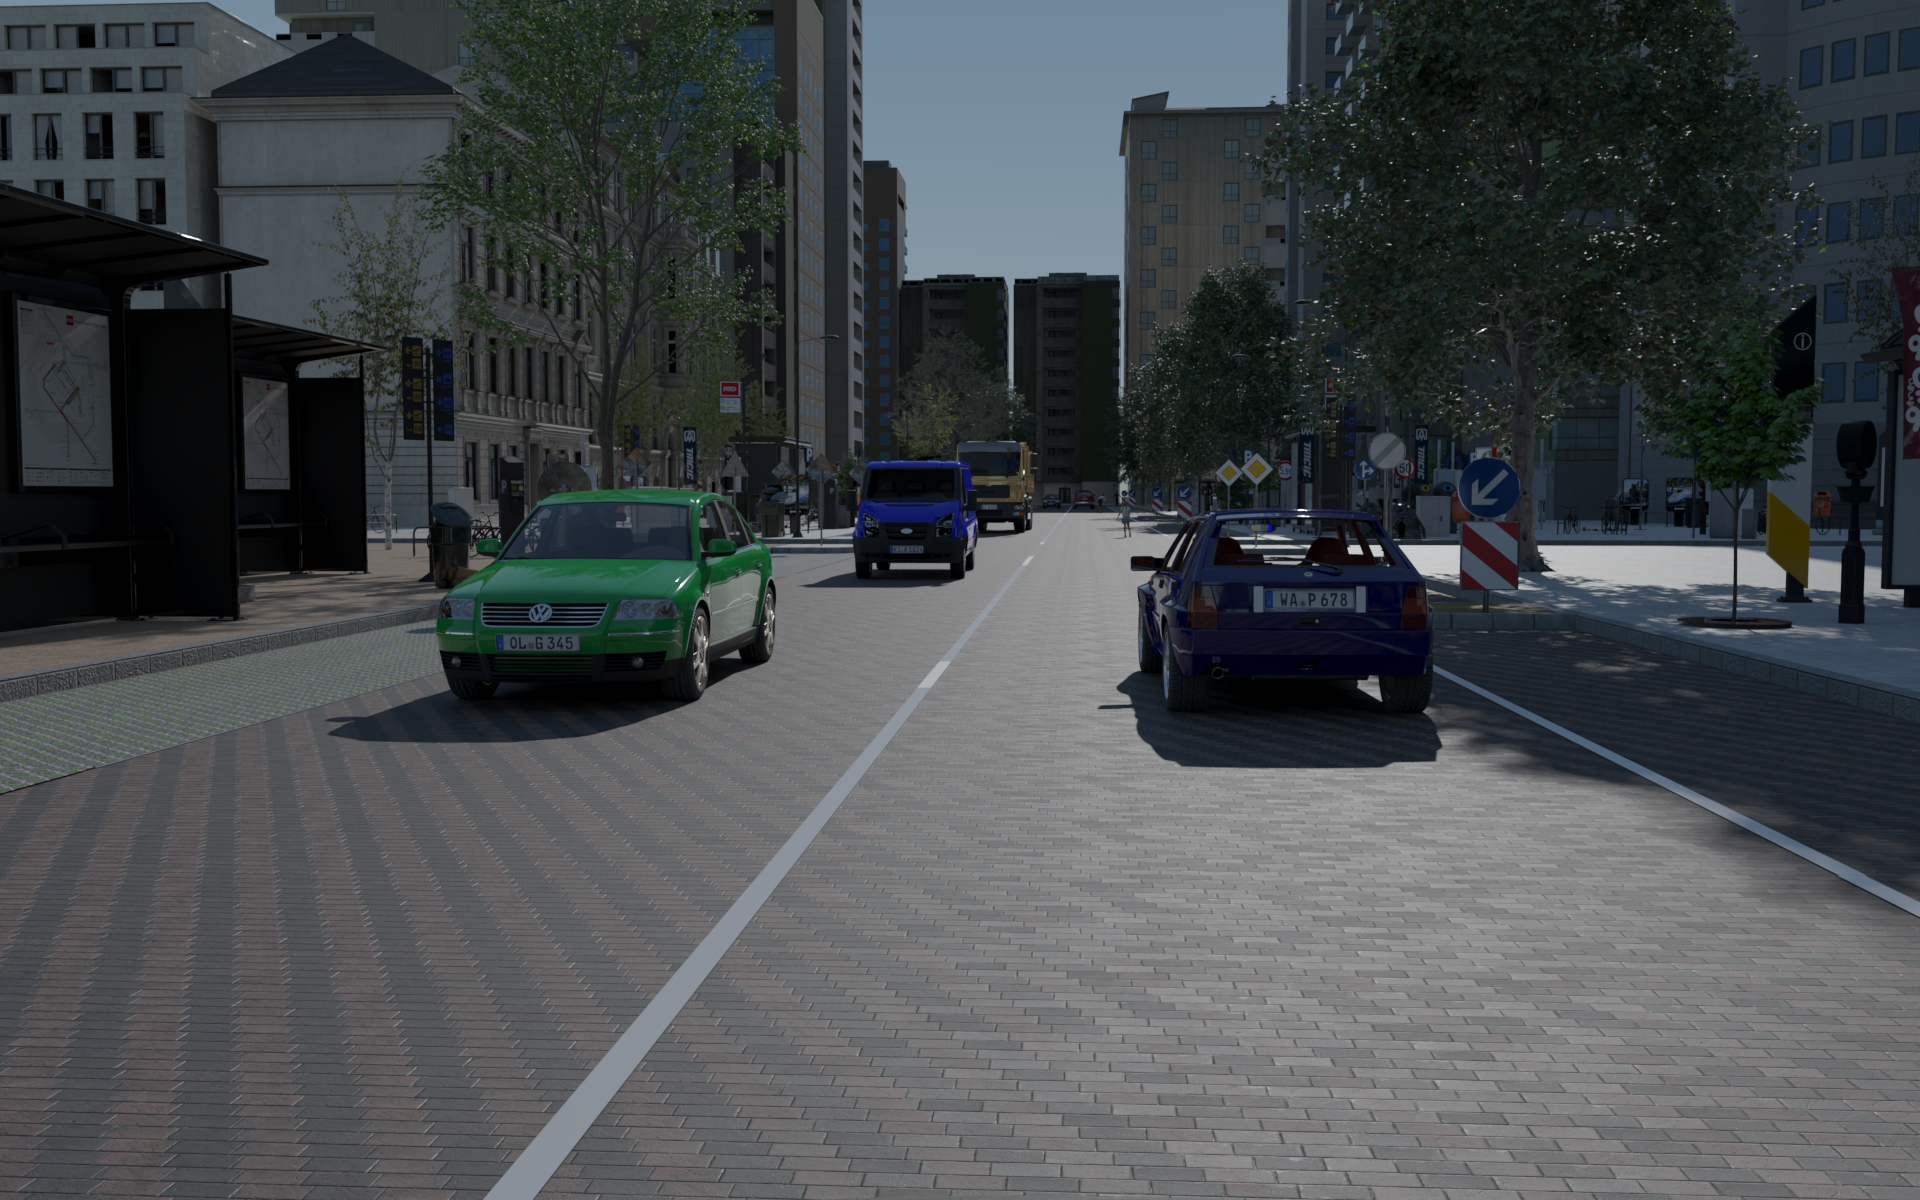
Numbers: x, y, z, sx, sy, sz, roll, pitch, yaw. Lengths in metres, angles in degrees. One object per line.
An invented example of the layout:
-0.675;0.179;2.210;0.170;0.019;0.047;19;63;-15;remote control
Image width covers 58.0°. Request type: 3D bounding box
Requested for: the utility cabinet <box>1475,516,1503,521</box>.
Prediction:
15.349;-2.498;49.518;1.173;1.500;0.318;3;4;37;utility cabinet

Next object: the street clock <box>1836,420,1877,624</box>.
8.842;-0.768;17.120;0.471;2.002;0.358;-3;5;-44;street clock

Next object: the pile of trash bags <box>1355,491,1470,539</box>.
12.975;-2.454;49.881;3.447;1.369;1.912;1;4;13;pile of trash bags

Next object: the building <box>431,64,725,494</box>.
-22.694;-17.302;101.973;14.460;24.649;34.723;0;4;4;building

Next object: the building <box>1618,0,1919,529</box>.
44.217;-32.282;69.814;28.212;58.520;21.231;0;4;4;building

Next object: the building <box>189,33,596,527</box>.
-23.209;-12.877;75.159;10.561;19.102;19.286;0;4;4;building

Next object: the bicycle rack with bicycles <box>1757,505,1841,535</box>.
26.187;-2.524;54.643;2.925;0.926;2.852;-2;4;-29;bicycle rack with bicycles

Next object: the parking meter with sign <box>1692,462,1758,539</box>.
22.020;-3.278;49.849;1.738;3.016;0.543;3;4;36;parking meter with sign

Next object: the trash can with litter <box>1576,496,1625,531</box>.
22.263;-3.005;60.182;2.233;1.210;1.678;-1;4;-12;trash can with litter

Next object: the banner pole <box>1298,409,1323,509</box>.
10.266;-3.696;50.453;0.863;3.779;0.401;0;4;-6;banner pole

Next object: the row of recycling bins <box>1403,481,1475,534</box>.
16.186;-3.006;56.266;3.534;1.692;1.069;0;4;2;row of recycling bins

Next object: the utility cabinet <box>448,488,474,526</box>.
-17.517;-3.185;60.761;0.318;1.500;1.173;1;4;15;utility cabinet

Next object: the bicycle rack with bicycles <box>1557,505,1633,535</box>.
20.377;-2.580;55.565;2.852;0.926;2.925;2;4;27;bicycle rack with bicycles

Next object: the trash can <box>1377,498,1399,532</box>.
13.847;-2.714;56.035;0.748;1.137;0.748;0;3;0;trash can

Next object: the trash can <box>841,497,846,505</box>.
-5.838;-4.763;89.530;0.748;1.137;0.748;0;3;0;trash can

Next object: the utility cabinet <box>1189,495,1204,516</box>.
13.867;-5.517;101.366;0.306;1.237;1.020;-2;4;-35;utility cabinet

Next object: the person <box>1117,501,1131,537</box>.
5.452;-2.686;57.437;0.505;1.210;0.382;1;4;15;person

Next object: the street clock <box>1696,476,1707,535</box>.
23.503;-3.068;54.733;0.471;2.002;0.358;2;4;27;street clock

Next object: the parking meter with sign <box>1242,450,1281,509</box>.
11.838;-4.374;67.783;0.543;3.016;1.738;-3;4;-37;parking meter with sign

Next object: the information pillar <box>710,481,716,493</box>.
-13.705;-5.599;96.028;0.304;2.012;0.304;-2;4;-28;information pillar

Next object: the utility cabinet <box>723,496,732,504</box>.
-8.195;-2.941;59.245;0.306;1.237;1.020;2;4;27;utility cabinet

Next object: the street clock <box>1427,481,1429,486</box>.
24.243;-5.235;90.170;0.358;2.002;0.471;1;4;22;street clock

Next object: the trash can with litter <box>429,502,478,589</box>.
-6.735;-0.737;23.437;0.624;1.170;1.055;-3;5;-42;trash can with litter

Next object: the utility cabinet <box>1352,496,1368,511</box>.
15.124;-3.340;65.776;0.306;1.237;1.020;-1;4;-14;utility cabinet

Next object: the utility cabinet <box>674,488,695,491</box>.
-10.256;-3.333;63.178;1.173;1.500;0.318;2;4;25;utility cabinet

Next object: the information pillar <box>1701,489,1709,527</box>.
29.015;-3.842;67.310;0.304;2.012;0.304;0;4;5;information pillar

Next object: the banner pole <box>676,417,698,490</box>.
-8.955;-4.067;56.512;0.863;3.779;0.401;-2;4;-29;banner pole

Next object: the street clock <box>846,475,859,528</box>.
-4.127;-3.783;66.428;0.471;2.002;0.358;1;4;12;street clock

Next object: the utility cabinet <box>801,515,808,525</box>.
-6.726;-3.785;70.565;1.173;1.500;0.318;-3;5;-43;utility cabinet

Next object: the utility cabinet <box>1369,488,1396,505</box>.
14.310;-3.061;58.723;0.318;1.500;1.173;-1;4;-19;utility cabinet

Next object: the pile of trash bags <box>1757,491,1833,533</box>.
27.518;-2.976;58.407;3.447;1.369;1.912;2;4;33;pile of trash bags

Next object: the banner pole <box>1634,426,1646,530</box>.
24.302;-4.383;61.683;0.401;3.779;0.863;1;4;14;banner pole

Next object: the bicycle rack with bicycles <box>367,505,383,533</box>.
-19.903;-2.636;56.481;2.852;0.926;2.925;2;4;30;bicycle rack with bicycles

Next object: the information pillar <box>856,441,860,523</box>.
-4.475;-5.195;76.288;0.183;3.616;0.504;0;4;-6;information pillar

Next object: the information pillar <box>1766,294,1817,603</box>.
9.794;-1.776;20.396;0.504;3.616;0.183;0;4;3;information pillar

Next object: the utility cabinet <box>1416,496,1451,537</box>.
14.183;-2.492;51.912;1.020;1.237;0.306;-1;4;-18;utility cabinet

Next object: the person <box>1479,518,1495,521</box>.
13.408;-2.149;43.660;0.654;1.822;0.581;0;4;3;person

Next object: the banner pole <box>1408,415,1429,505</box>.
14.459;-3.967;54.871;0.863;3.779;0.401;-1;4;-9;banner pole

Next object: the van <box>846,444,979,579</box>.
-0.742;-1.635;31.124;2.240;2.365;5.245;0;4;3;van

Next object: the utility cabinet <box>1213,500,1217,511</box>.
14.958;-5.360;98.794;1.020;1.237;0.306;-1;4;-9;utility cabinet

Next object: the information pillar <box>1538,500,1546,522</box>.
26.889;-4.626;80.128;0.304;2.012;0.304;0;4;-6;information pillar

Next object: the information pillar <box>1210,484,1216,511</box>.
18.144;-7.326;124.265;0.304;2.012;0.304;-3;5;-42;information pillar

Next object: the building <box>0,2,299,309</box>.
-37.305;-13.255;71.479;16.860;20.320;10.420;0;4;4;building

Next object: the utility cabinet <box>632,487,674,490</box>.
-9.226;-2.639;51.824;1.173;1.500;0.318;-3;5;-44;utility cabinet

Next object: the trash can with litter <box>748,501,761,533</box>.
-6.645;-2.828;57.621;0.624;1.170;1.055;2;4;34;trash can with litter

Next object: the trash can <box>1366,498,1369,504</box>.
14.970;-3.120;62.665;0.748;1.137;0.748;0;3;0;trash can

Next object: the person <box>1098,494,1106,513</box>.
10.619;-7.208;129.542;0.628;1.438;0.799;0;4;3;person

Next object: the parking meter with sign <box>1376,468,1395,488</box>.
26.889;-6.979;110.366;1.738;3.016;0.543;-1;4;-8;parking meter with sign

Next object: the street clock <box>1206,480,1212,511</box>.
13.185;-5.336;91.816;0.358;2.002;0.471;1;4;9;street clock

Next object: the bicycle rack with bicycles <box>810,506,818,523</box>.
-6.371;-3.814;75.736;2.925;0.926;2.852;0;4;-6;bicycle rack with bicycles

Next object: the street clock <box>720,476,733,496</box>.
-9.235;-3.909;68.476;0.471;2.002;0.358;-1;4;-20;street clock

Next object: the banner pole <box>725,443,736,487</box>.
-10.193;-5.338;77.290;0.863;3.779;0.401;2;4;34;banner pole

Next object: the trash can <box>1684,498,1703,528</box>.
27.788;-3.300;65.600;0.748;1.137;0.748;0;3;0;trash can

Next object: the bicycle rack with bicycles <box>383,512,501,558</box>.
-9.786;-1.357;35.566;2.925;0.926;2.852;-3;5;-41;bicycle rack with bicycles

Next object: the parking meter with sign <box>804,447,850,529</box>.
-4.916;-4.174;64.512;1.738;3.016;0.543;2;4;25;parking meter with sign

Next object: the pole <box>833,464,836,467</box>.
-8.551;-7.580;117.774;0.158;3.312;0.155;0;3;0;pole

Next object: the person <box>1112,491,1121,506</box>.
17.994;-11.615;198.368;1.348;1.831;0.705;-2;4;-25;person

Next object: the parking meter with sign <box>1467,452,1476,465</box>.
21.185;-4.671;72.624;0.543;3.016;1.738;0;4;-8;parking meter with sign

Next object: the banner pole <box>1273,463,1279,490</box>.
22.704;-8.157;123.382;0.863;3.779;0.401;2;4;25;banner pole
